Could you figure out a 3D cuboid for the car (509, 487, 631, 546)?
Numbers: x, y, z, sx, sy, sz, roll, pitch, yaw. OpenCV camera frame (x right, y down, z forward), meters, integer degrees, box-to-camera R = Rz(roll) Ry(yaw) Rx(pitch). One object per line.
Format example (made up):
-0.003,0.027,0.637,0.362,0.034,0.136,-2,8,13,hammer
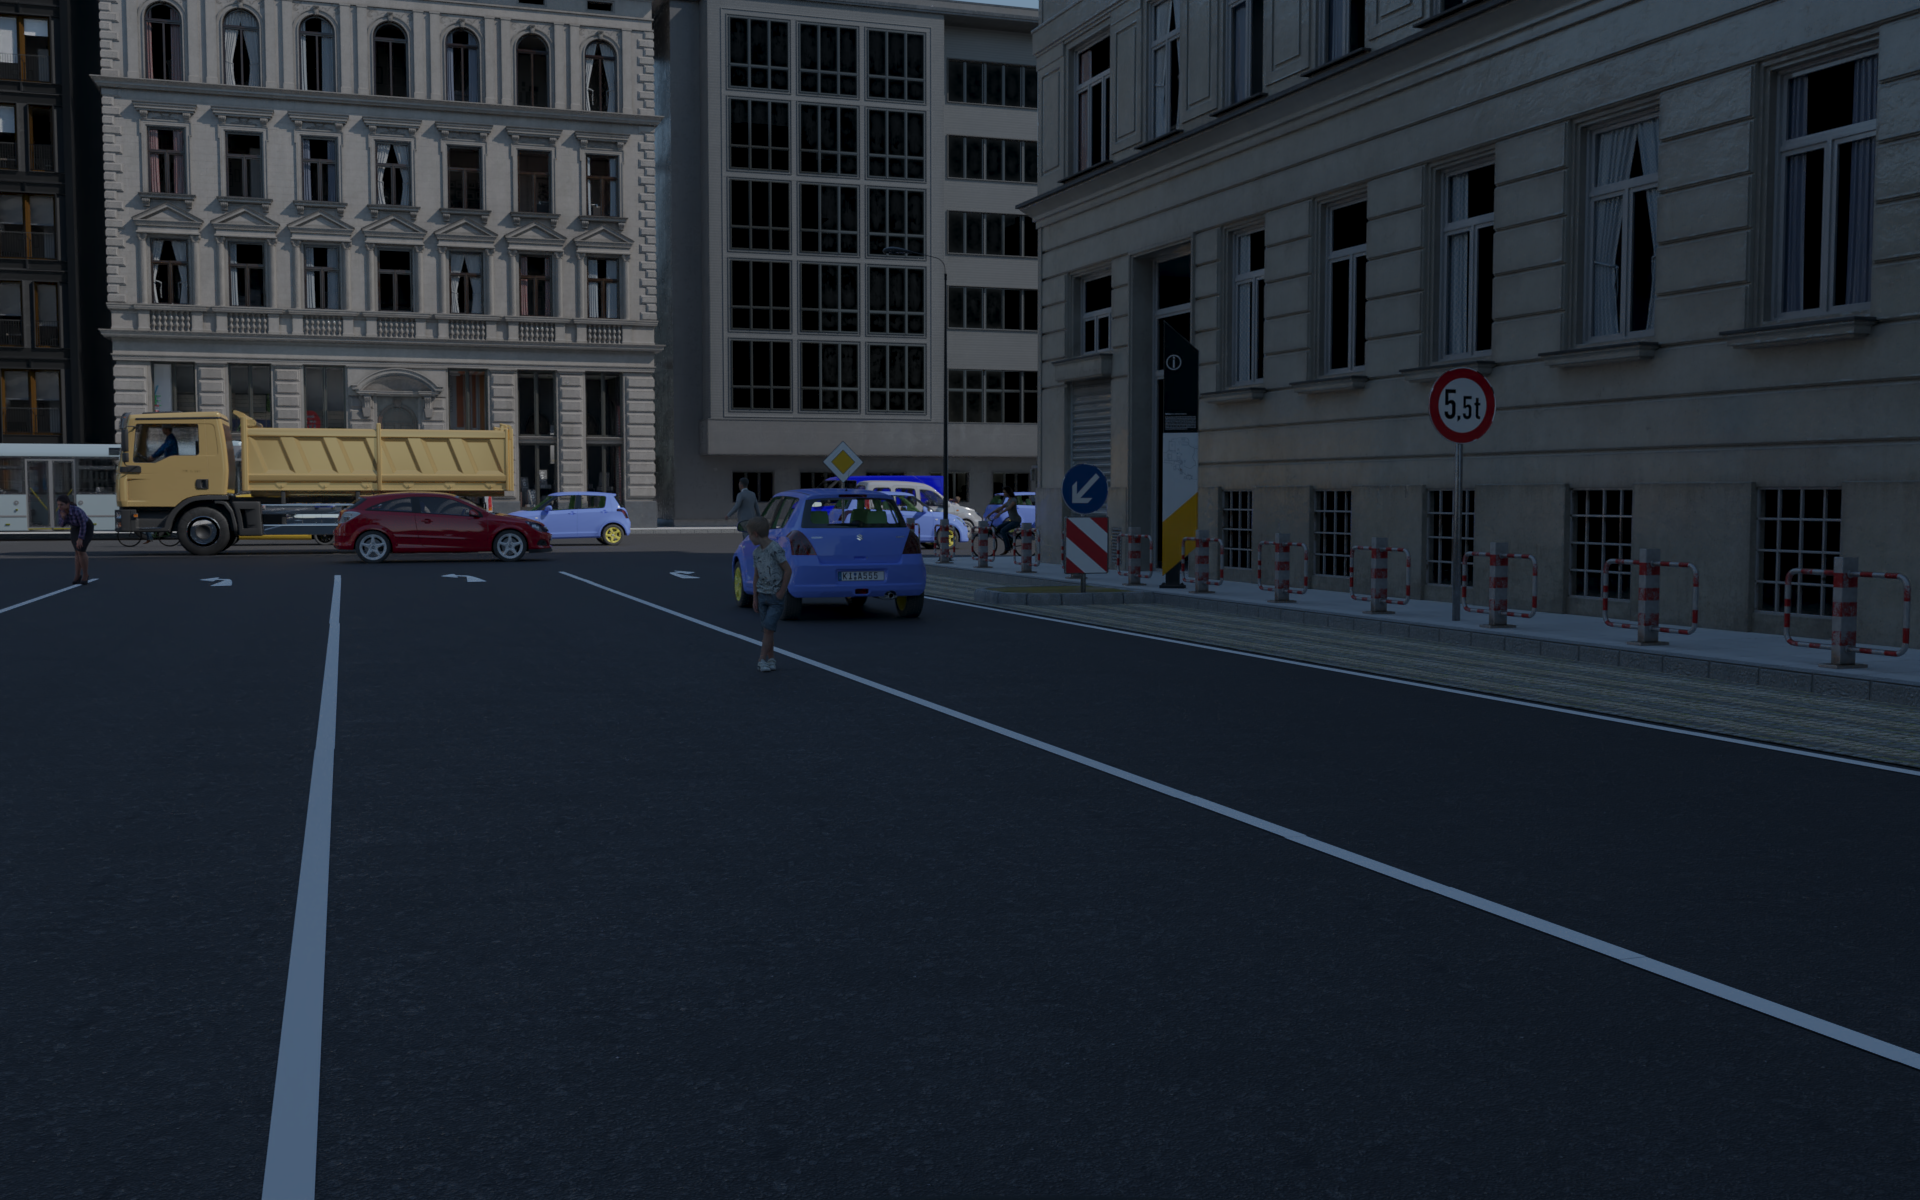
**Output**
-11.110,-2.377,48.449,3.694,1.707,1.945,-1,4,-19,car

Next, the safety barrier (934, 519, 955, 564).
-0.286,-1.084,31.992,0.300,0.817,1.120,-1,4,-19,safety barrier

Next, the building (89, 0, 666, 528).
-21.742,-14.509,66.105,19.941,23.489,11.050,-1,4,-19,building

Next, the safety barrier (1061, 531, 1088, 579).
1.764,-0.731,26.225,0.300,0.817,1.120,-1,4,-19,safety barrier

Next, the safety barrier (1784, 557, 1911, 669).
6.530,0.091,12.783,0.300,0.817,1.120,-1,4,-19,safety barrier

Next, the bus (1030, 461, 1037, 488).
5.798,-3.688,55.160,2.948,3.499,13.247,-1,4,-21,bus

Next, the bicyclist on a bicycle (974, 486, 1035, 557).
1.011,-1.735,38.393,1.625,1.676,1.499,-1,4,-18,bicyclist on a bicycle

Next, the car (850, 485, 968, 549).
-1.623,-2.171,45.094,3.694,1.707,1.945,-1,4,-19,car

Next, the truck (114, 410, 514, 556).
-15.907,-2.810,41.868,9.791,3.379,3.469,-1,4,-19,truck

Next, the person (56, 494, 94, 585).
-13.916,-0.949,27.243,0.421,1.427,0.697,1,4,8,person

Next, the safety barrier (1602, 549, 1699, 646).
5.852,-0.027,14.710,0.300,0.817,1.120,-1,4,-19,safety barrier

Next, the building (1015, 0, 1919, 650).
13.010,-11.477,20.939,16.112,22.955,30.059,-1,4,-19,building

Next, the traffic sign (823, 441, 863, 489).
-2.221,-1.785,32.832,0.795,2.450,0.064,-1,4,-19,traffic sign

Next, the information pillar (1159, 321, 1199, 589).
2.978,-1.965,23.478,0.504,3.616,0.183,1,4,16,information pillar

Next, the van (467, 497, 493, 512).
-16.151,-2.758,52.108,4.112,2.044,2.013,-1,4,-21,van

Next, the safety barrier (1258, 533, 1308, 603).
3.808,-0.379,20.464,0.300,0.817,1.120,-1,4,-19,safety barrier

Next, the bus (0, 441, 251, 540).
-28.252,-3.618,54.015,13.247,3.499,2.948,-1,4,-18,bus

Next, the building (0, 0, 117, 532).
-39.254,-14.161,61.211,15.834,23.373,12.332,-1,4,-19,building

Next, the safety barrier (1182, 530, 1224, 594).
3.129,-0.496,22.383,0.300,0.817,1.120,-1,4,-19,safety barrier

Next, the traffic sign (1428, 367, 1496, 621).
5.026,-1.062,17.467,0.768,2.556,0.104,-1,4,-16,traffic sign

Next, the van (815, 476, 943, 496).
-3.094,-3.258,57.654,5.245,2.365,2.240,-1,4,-19,van

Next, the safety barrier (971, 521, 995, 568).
0.400,-0.966,30.070,0.300,0.817,1.120,-1,4,-19,safety barrier

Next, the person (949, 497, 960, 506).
-0.211,-2.805,58.265,0.435,1.345,0.340,0,4,7,person

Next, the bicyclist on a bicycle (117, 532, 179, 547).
-21.984,-2.259,46.949,1.625,1.676,1.499,-1,4,-21,bicyclist on a bicycle

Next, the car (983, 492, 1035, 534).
2.709,-3.240,62.573,3.694,1.707,1.945,-1,4,-21,car

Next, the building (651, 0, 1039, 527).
1.244,-15.716,76.029,30.058,24.678,14.314,-1,4,-19,building

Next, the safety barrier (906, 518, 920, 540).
-0.967,-1.202,33.920,0.300,0.817,1.120,-1,4,-19,safety barrier

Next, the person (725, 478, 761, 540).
-4.739,-1.808,38.340,0.850,1.792,0.678,3,4,36,person

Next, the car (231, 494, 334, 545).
-19.132,-2.357,48.755,3.980,1.641,2.015,-1,4,-19,car

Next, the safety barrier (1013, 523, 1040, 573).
1.082,-0.848,28.147,0.300,0.817,1.120,-1,4,-19,safety barrier

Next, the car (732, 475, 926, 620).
-1.683,-0.704,21.109,1.945,1.707,3.694,-1,4,-19,car

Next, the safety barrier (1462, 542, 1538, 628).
5.171,-0.144,16.628,0.300,0.817,1.120,-1,4,-19,safety barrier

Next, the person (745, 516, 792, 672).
-1.552,-0.053,14.054,0.352,1.250,0.332,-1,4,-16,person

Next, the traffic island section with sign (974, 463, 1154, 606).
1.266,-0.885,23.106,1.989,1.847,2.006,-1,4,-19,traffic island section with sign

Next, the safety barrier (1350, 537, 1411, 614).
4.490,-0.261,18.547,0.300,0.817,1.120,-1,4,-19,safety barrier

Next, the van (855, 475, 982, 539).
-1.332,-2.907,54.543,4.112,2.044,2.013,-1,4,-20,van

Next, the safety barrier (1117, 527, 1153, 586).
2.448,-0.613,24.301,0.300,0.817,1.120,-1,4,-19,safety barrier

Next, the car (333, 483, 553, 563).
-11.005,-1.708,36.971,4.494,1.783,2.155,-1,4,-18,car

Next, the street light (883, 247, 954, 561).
-0.787,-3.691,32.896,1.470,5.913,1.316,-1,4,-19,street light
